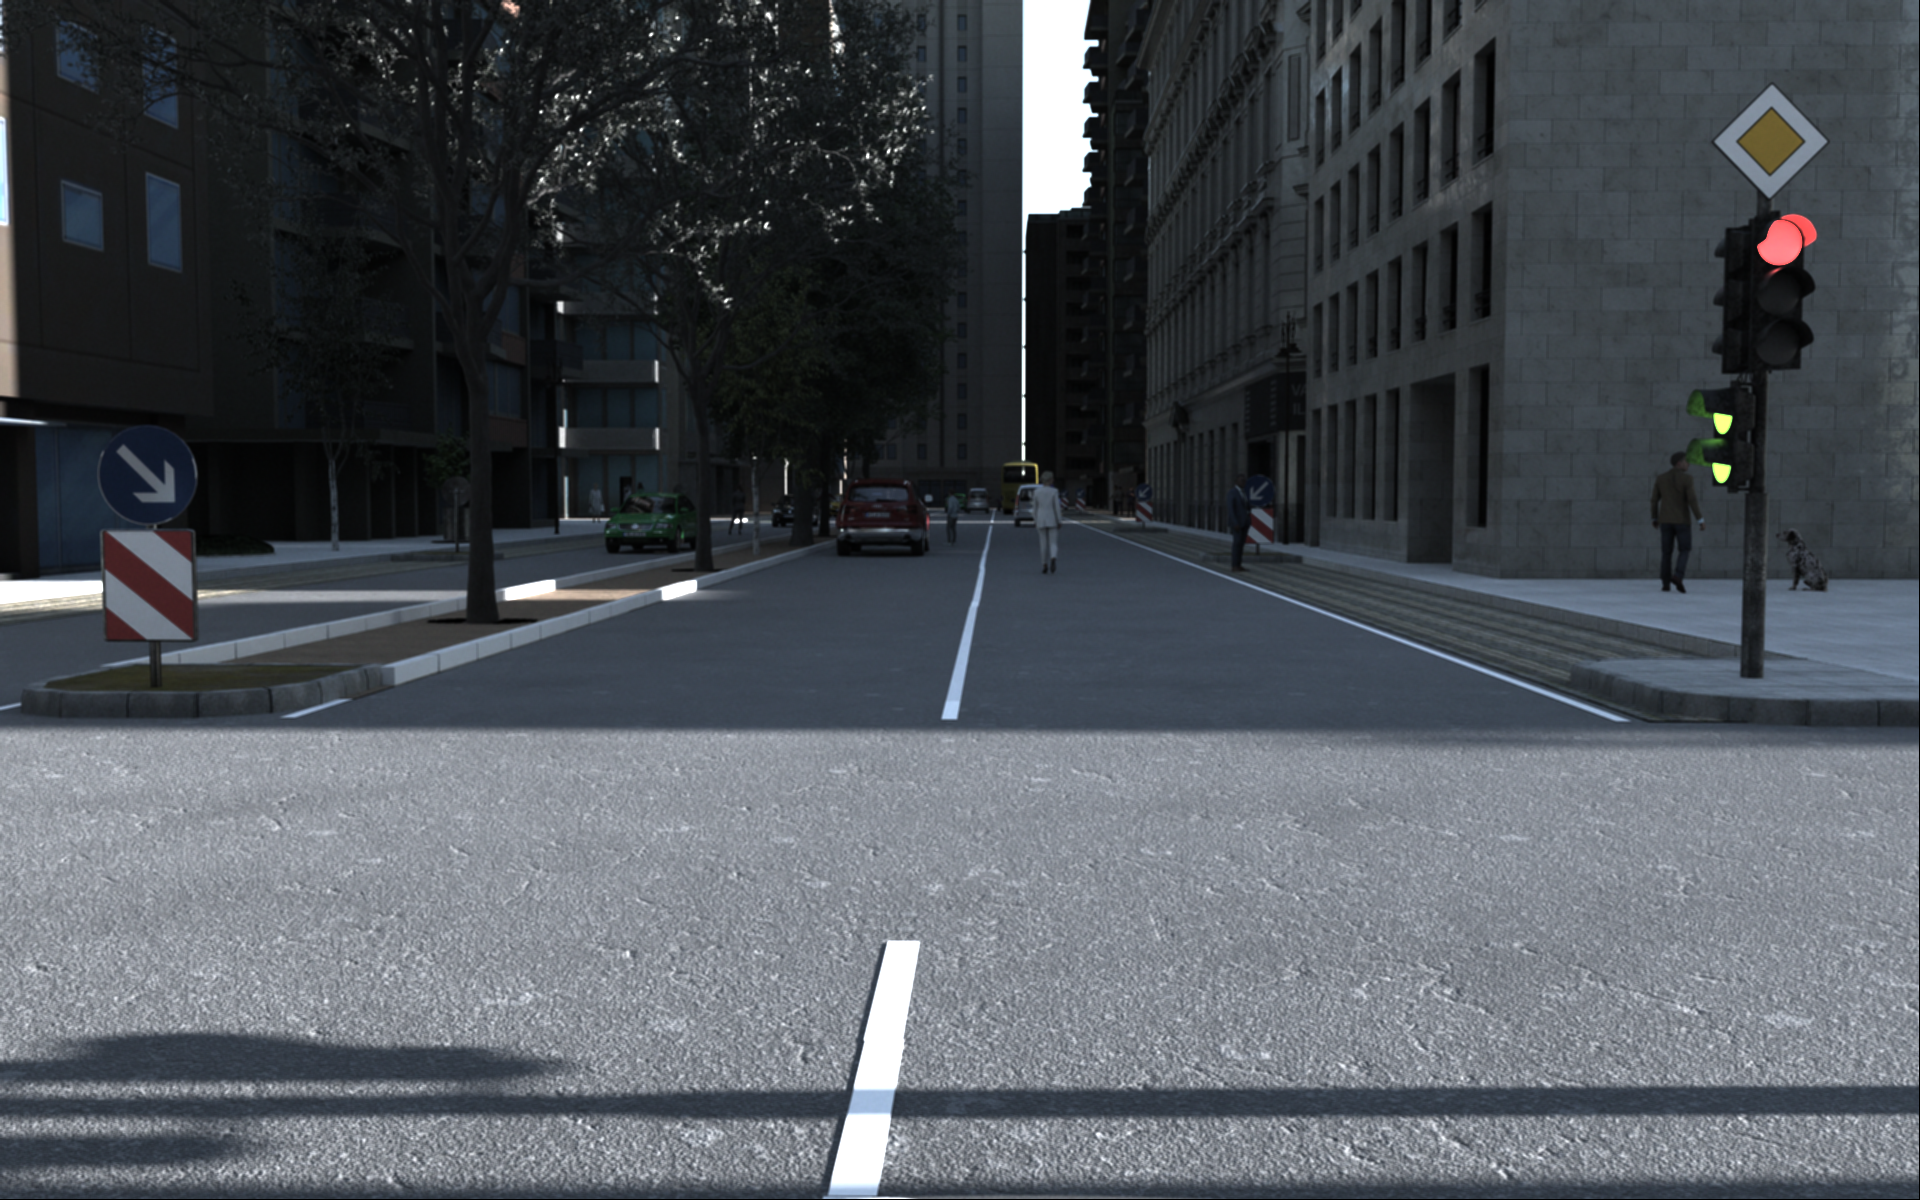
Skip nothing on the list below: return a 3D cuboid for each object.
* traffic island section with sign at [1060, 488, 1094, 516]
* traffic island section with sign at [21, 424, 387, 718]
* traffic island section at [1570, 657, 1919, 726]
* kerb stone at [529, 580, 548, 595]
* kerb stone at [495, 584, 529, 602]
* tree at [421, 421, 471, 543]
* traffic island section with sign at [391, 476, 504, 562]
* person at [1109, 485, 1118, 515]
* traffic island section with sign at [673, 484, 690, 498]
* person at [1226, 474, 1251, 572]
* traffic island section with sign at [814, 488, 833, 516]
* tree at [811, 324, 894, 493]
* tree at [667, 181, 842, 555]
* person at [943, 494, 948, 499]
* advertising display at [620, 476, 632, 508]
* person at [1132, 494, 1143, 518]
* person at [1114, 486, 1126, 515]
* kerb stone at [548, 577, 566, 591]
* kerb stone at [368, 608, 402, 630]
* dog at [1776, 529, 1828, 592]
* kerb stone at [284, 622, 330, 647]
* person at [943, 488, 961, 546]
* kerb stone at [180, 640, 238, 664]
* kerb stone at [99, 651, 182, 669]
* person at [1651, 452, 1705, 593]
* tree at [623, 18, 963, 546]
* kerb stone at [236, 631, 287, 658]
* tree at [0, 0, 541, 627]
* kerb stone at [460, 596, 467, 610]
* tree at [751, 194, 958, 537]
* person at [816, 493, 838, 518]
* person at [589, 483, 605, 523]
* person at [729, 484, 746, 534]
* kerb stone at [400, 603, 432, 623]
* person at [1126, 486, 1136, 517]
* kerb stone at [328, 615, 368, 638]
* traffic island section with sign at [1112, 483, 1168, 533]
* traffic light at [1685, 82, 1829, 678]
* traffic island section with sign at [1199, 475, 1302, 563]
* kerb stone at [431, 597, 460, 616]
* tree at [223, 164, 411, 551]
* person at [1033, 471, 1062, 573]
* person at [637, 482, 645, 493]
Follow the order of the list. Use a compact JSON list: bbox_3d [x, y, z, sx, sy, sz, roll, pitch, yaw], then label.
[{"bbox_3d":[7.814,-6.469,114.393,1.989,1.847,2.006,0,4,1],"label":"traffic island section with sign"},{"bbox_3d":[-5.319,-0.238,12.025,2.006,1.907,1.989,0,4,1],"label":"traffic island section with sign"},{"bbox_3d":[5.567,0.621,12.128,2.009,0.180,2.903,0,4,1],"label":"traffic island section"},{"bbox_3d":[-6.109,-0.153,24.716,0.120,0.150,1.000,0,4,1],"label":"kerb stone"},{"bbox_3d":[-6.129,-0.090,23.691,0.120,0.150,1.000,0,4,1],"label":"kerb stone"},{"bbox_3d":[-13.298,-3.121,45.630,1.663,3.219,1.824,0,3,0],"label":"tree"},{"bbox_3d":[-10.996,-1.762,37.429,1.989,1.847,2.006,0,4,1],"label":"traffic island section with sign"},{"bbox_3d":[9.519,-6.131,106.288,0.705,1.823,1.348,-1,4,-18],"label":"person"},{"bbox_3d":[-10.405,-3.422,64.578,1.989,1.847,2.006,0,4,1],"label":"traffic island section with sign"},{"bbox_3d":[5.144,-1.425,31.982,0.419,1.800,0.721,2,4,34],"label":"person"},{"bbox_3d":[-9.303,-6.496,114.844,1.989,1.847,2.006,0,4,1],"label":"traffic island section with sign"},{"bbox_3d":[-4.159,-6.834,64.555,4.360,8.622,3.978,0,3,0],"label":"tree"},{"bbox_3d":[-4.715,-5.331,39.974,4.737,8.622,4.395,0,3,0],"label":"tree"},{"bbox_3d":[-0.980,-9.097,158.058,1.217,1.723,0.721,1,4,9],"label":"person"},{"bbox_3d":[-12.256,-3.570,63.589,0.123,1.923,0.974,1,4,9],"label":"advertising display"},{"bbox_3d":[9.460,-5.215,91.833,0.617,1.759,0.750,2,4,30],"label":"person"},{"bbox_3d":[9.618,-5.952,103.892,0.617,1.759,0.750,1,4,19],"label":"person"},{"bbox_3d":[-6.085,-0.217,25.743,0.120,0.150,1.000,0,4,1],"label":"kerb stone"},{"bbox_3d":[-6.241,0.224,18.563,0.120,0.150,1.000,0,4,1],"label":"kerb stone"},{"bbox_3d":[11.259,-0.523,22.937,0.513,0.831,0.800,0,4,-6],"label":"dog"},{"bbox_3d":[-6.290,0.348,16.513,0.120,0.150,1.000,0,4,1],"label":"kerb stone"},{"bbox_3d":[-0.223,-2.326,48.348,0.330,1.601,0.589,3,5,40],"label":"person"},{"bbox_3d":[-6.334,0.473,14.465,0.120,0.150,1.000,0,4,1],"label":"kerb stone"},{"bbox_3d":[-6.356,0.536,13.437,0.120,0.150,1.000,0,4,1],"label":"kerb stone"},{"bbox_3d":[9.401,-1.023,22.686,0.656,1.842,0.836,1,4,18],"label":"person"},{"bbox_3d":[-4.347,-8.445,47.188,9.857,13.997,8.962,0,3,0],"label":"tree"},{"bbox_3d":[-6.308,0.413,15.487,0.120,0.150,1.000,0,4,1],"label":"kerb stone"},{"bbox_3d":[-5.256,-6.470,18.610,12.009,13.543,11.850,0,3,0],"label":"tree"},{"bbox_3d":[-6.173,0.034,21.646,0.120,0.150,1.000,0,4,1],"label":"kerb stone"},{"bbox_3d":[-4.414,-7.891,57.236,9.928,11.665,9.643,0,3,0],"label":"tree"},{"bbox_3d":[-7.843,-5.719,101.976,1.348,1.831,0.705,-1,4,-9],"label":"person"},{"bbox_3d":[-16.276,-4.355,77.601,0.694,1.780,0.624,-1,4,-10],"label":"person"},{"bbox_3d":[-7.900,-3.216,61.351,0.520,1.790,0.573,-3,4,-37],"label":"person"},{"bbox_3d":[-6.220,0.159,19.590,0.120,0.150,1.000,0,4,1],"label":"kerb stone"},{"bbox_3d":[9.542,-5.491,96.738,0.541,1.710,0.530,1,4,12],"label":"person"},{"bbox_3d":[-6.260,0.286,17.541,0.120,0.150,1.000,0,4,1],"label":"kerb stone"},{"bbox_3d":[6.739,-3.450,65.031,1.989,1.847,2.006,0,4,1],"label":"traffic island section with sign"},{"bbox_3d":[5.527,-1.412,12.015,0.839,4.253,0.868,0,4,1],"label":"traffic light"},{"bbox_3d":[6.111,-1.718,36.720,1.989,1.847,2.006,0,4,1],"label":"traffic island section with sign"},{"bbox_3d":[-6.197,0.097,20.612,0.120,0.150,1.000,0,4,1],"label":"kerb stone"},{"bbox_3d":[-14.146,-5.407,38.761,4.360,8.622,3.978,0,3,0],"label":"tree"},{"bbox_3d":[1.568,-1.386,31.034,0.514,1.842,0.818,0,4,1],"label":"person"},{"bbox_3d":[-13.991,-4.255,75.853,0.529,1.795,0.600,1,4,13],"label":"person"}]
